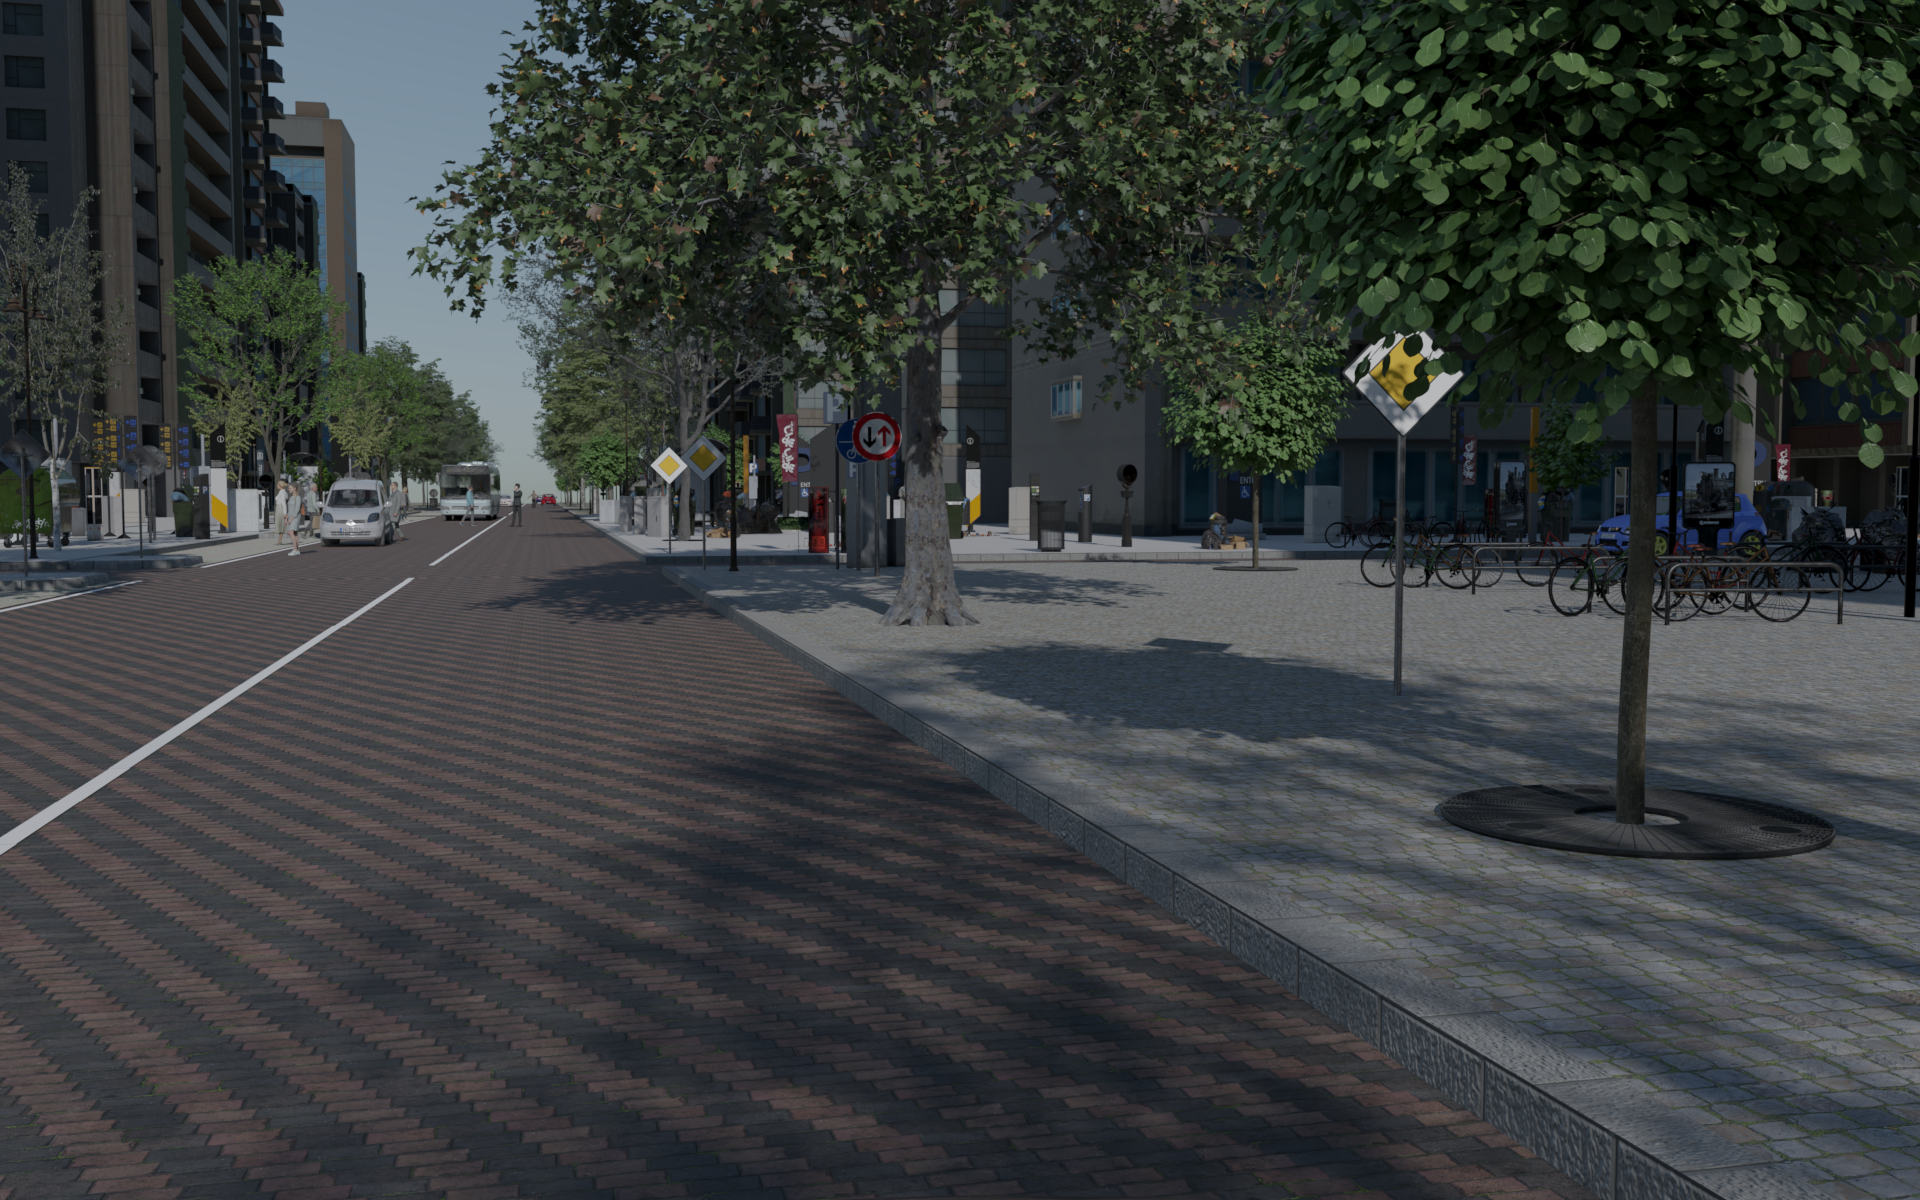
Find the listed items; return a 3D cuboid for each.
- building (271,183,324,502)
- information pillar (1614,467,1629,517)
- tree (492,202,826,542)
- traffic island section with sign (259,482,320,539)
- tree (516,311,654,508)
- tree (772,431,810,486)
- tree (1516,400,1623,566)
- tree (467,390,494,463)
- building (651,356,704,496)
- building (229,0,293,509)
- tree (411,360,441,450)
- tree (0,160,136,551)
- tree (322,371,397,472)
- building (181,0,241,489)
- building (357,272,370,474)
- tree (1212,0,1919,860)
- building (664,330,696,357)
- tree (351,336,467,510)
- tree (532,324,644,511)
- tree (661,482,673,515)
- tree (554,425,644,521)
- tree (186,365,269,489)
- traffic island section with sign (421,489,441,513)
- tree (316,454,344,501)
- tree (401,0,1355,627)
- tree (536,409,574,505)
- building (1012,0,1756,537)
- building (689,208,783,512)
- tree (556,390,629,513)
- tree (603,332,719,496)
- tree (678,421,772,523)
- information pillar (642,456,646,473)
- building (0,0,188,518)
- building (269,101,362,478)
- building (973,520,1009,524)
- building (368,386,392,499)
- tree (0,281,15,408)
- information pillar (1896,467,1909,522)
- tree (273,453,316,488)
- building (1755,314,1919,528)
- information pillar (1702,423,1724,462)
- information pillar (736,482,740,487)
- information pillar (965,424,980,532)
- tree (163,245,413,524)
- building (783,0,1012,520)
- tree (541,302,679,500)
[{"bbox_3d":[-66.787,-23.681,158.890,14.160,30.474,14.107,-1,4,-14],"label":"building"},{"bbox_3d":[18.160,-2.635,47.567,0.304,2.012,0.304,2,4,33],"label":"information pillar"},{"bbox_3d":[-7.371,-8.348,46.853,12.009,13.543,11.850,0,3,0],"label":"tree"},{"bbox_3d":[-21.688,-2.926,56.467,1.989,1.847,2.006,-1,4,-14],"label":"traffic island section with sign"},{"bbox_3d":[-33.588,-18.310,155.264,12.611,20.169,13.585,0,3,0],"label":"tree"},{"bbox_3d":[-8.582,-6.569,91.125,4.285,4.588,4.351,0,3,0],"label":"tree"},{"bbox_3d":[10.376,-2.151,29.775,1.663,3.219,1.824,0,3,0],"label":"tree"},{"bbox_3d":[-54.354,-16.813,181.543,9.857,13.997,8.962,0,3,0],"label":"tree"},{"bbox_3d":[-27.488,-23.789,233.982,27.650,21.520,28.899,-1,4,-14],"label":"building"},{"bbox_3d":[-65.749,-29.481,136.639,22.147,44.769,28.867,-1,4,-14],"label":"building"},{"bbox_3d":[-40.786,-12.012,122.147,9.928,11.665,9.643,0,3,0],"label":"tree"},{"bbox_3d":[-20.204,-5.387,38.433,4.360,8.622,3.978,0,3,0],"label":"tree"},{"bbox_3d":[-36.469,-9.428,104.518,4.737,8.622,4.395,0,3,0],"label":"tree"},{"bbox_3d":[-60.159,-29.856,111.847,21.300,48.544,21.600,-1,4,-14],"label":"building"},{"bbox_3d":[-81.586,-27.119,215.098,14.160,30.474,14.107,-1,4,-14],"label":"building"},{"bbox_3d":[2.625,-1.396,6.547,4.285,4.588,4.351,0,3,0],"label":"tree"},{"bbox_3d":[-31.593,-34.722,259.578,32.217,40.220,23.993,-1,4,-14],"label":"building"},{"bbox_3d":[-44.392,-14.172,138.368,9.857,13.997,8.962,0,3,0],"label":"tree"},{"bbox_3d":[-27.415,-13.689,130.466,9.857,13.997,8.962,0,3,0],"label":"tree"},{"bbox_3d":[-17.053,-6.761,105.136,1.663,3.219,1.824,0,3,0],"label":"tree"},{"bbox_3d":[-16.742,-6.009,81.966,4.285,4.588,4.351,0,3,0],"label":"tree"},{"bbox_3d":[-40.080,-8.879,95.536,4.737,8.622,4.395,0,3,0],"label":"tree"},{"bbox_3d":[-39.772,-7.491,131.105,1.989,1.847,2.006,-1,4,-14],"label":"traffic island section with sign"},{"bbox_3d":[-30.567,-5.428,83.357,1.663,3.219,1.824,0,3,0],"label":"tree"},{"bbox_3d":[-0.436,-6.102,16.780,9.611,12.733,9.660,0,3,0],"label":"tree"},{"bbox_3d":[-44.584,-16.617,197.444,9.928,11.665,9.643,0,3,0],"label":"tree"},{"bbox_3d":[13.204,-26.870,63.033,21.600,48.544,21.300,-1,4,-14],"label":"building"},{"bbox_3d":[-14.075,-31.146,163.857,22.147,44.769,28.867,-1,4,-14],"label":"building"},{"bbox_3d":[-24.005,-10.059,114.834,4.737,8.622,4.395,0,3,0],"label":"tree"},{"bbox_3d":[-9.723,-6.539,57.275,4.360,8.622,3.978,0,3,0],"label":"tree"},{"bbox_3d":[-11.084,-5.789,78.363,4.285,4.588,4.351,0,3,0],"label":"tree"},{"bbox_3d":[-19.165,-6.942,104.849,0.504,3.616,0.183,2,4,33],"label":"information pillar"},{"bbox_3d":[-49.314,-19.524,90.923,14.160,30.474,14.107,-1,4,-14],"label":"building"},{"bbox_3d":[-77.834,-33.695,201.016,14.600,45.320,14.200,-1,4,-14],"label":"building"},{"bbox_3d":[4.216,-24.341,81.575,14.154,41.232,14.086,-1,4,-14],"label":"building"},{"bbox_3d":[-92.968,-23.848,234.948,27.650,21.520,28.899,-1,4,-14],"label":"building"},{"bbox_3d":[-15.360,-6.218,18.673,9.611,12.733,9.660,0,3,0],"label":"tree"},{"bbox_3d":[25.230,-2.558,46.319,0.304,2.012,0.304,1,4,12],"label":"information pillar"},{"bbox_3d":[-31.277,-5.288,81.053,1.663,3.219,1.824,0,3,0],"label":"tree"},{"bbox_3d":[46.037,-25.329,68.753,28.867,44.769,22.147,-1,4,-14],"label":"building"},{"bbox_3d":[21.282,-3.517,48.861,0.504,3.616,0.183,1,4,18],"label":"information pillar"},{"bbox_3d":[-13.358,-6.070,103.732,0.304,2.012,0.304,-3,4,-36],"label":"information pillar"},{"bbox_3d":[0.431,-4.085,58.142,0.504,3.616,0.183,1,4,9],"label":"information pillar"},{"bbox_3d":[-29.236,-9.042,73.585,9.928,11.665,9.643,0,3,0],"label":"tree"},{"bbox_3d":[-3.747,-25.611,102.333,14.154,41.232,14.086,-1,4,-14],"label":"building"},{"bbox_3d":[-17.952,-10.534,90.353,7.486,12.596,7.792,0,3,0],"label":"tree"}]
